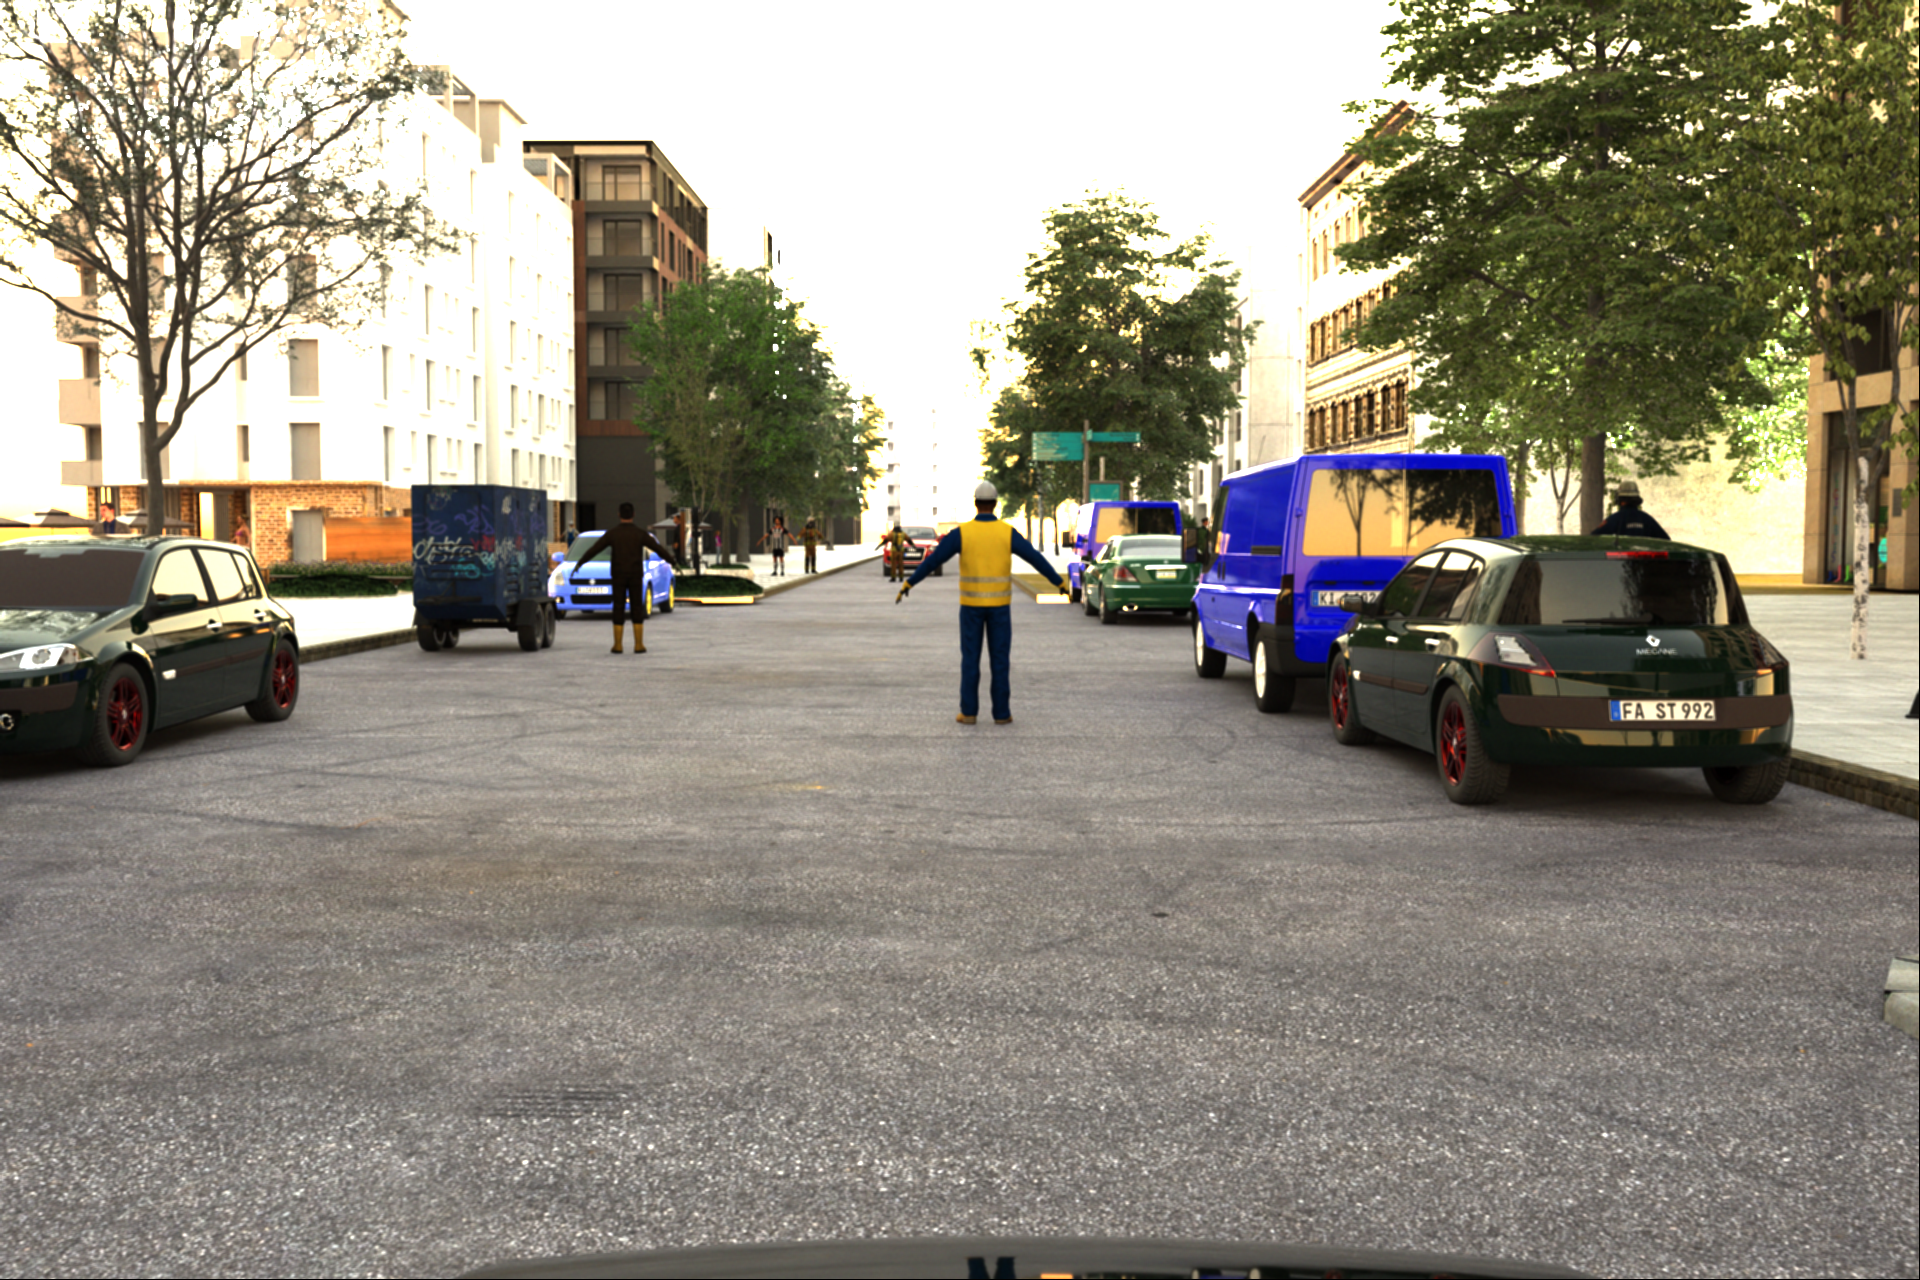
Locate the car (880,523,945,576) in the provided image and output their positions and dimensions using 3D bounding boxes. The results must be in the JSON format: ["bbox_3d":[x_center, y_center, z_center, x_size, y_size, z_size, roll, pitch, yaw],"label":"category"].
[{"bbox_3d":[-1.619,-3.167,60.456,2.281,1.827,5.304,0,4,-1],"label":"car"}]

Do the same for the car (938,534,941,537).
[{"bbox_3d":[-1.809,-7.669,137.183,2.131,1.459,4.920,0,4,-1],"label":"car"}]

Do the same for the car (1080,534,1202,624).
[{"bbox_3d":[3.128,-1.052,28.992,2.131,1.459,4.920,0,4,-1],"label":"car"}]

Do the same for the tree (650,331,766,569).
[{"bbox_3d":[-9.563,-6.900,63.174,4.360,8.622,3.978,0,3,0],"label":"tree"}]

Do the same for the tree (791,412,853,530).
[{"bbox_3d":[-9.232,-9.354,103.293,4.360,8.622,3.978,0,3,0],"label":"tree"}]

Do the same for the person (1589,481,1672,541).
[{"bbox_3d":[7.081,-0.769,18.443,1.351,1.845,0.704,0,4,-7],"label":"person"}]

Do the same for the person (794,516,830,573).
[{"bbox_3d":[-4.865,-3.100,56.448,1.354,1.858,0.705,-3,4,-36],"label":"person"}]

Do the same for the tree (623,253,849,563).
[{"bbox_3d":[-9.903,-10.469,77.823,9.857,13.997,8.962,0,3,0],"label":"tree"}]

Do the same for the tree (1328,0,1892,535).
[{"bbox_3d":[9.181,-6.540,25.063,7.486,12.596,7.792,0,3,0],"label":"tree"}]

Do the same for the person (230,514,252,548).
[{"bbox_3d":[-16.547,-2.016,39.770,0.721,1.733,1.217,-3,5,-44],"label":"person"}]

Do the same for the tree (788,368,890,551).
[{"bbox_3d":[-10.057,-13.785,132.041,9.857,13.997,8.962,0,3,0],"label":"tree"}]

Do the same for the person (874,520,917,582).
[{"bbox_3d":[-1.898,-2.677,51.997,1.354,1.858,0.705,-1,4,-21],"label":"person"}]

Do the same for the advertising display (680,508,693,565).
[{"bbox_3d":[-6.806,-2.317,43.104,0.123,1.923,0.974,0,4,1],"label":"advertising display"}]

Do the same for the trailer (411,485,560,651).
[{"bbox_3d":[-5.865,-0.840,20.783,1.471,1.999,3.904,0,4,0],"label":"trailer"}]

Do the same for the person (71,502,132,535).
[{"bbox_3d":[-12.696,-1.170,25.699,0.617,1.759,0.750,1,4,9],"label":"person"}]

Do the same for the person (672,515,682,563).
[{"bbox_3d":[-7.686,-2.501,47.120,0.704,1.802,1.346,-1,4,-12],"label":"person"}]

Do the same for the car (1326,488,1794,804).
[{"bbox_3d":[3.441,-0.048,10.576,2.009,1.686,4.222,0,4,-1],"label":"car"}]

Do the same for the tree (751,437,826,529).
[{"bbox_3d":[-9.067,-8.314,86.304,4.737,8.622,4.395,0,3,0],"label":"tree"}]

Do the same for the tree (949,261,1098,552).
[{"bbox_3d":[5.460,-16.091,118.973,12.611,20.169,13.585,0,3,0],"label":"tree"}]

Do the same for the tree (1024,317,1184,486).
[{"bbox_3d":[6.228,-8.504,73.454,8.767,10.594,7.601,2,4,31],"label":"tree"}]

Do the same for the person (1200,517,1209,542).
[{"bbox_3d":[8.162,-3.155,57.513,0.705,1.837,1.347,1,4,17],"label":"person"}]

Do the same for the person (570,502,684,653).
[{"bbox_3d":[-4.009,-0.751,20.874,1.346,1.812,0.704,-1,4,-10],"label":"person"}]

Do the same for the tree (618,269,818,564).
[{"bbox_3d":[-9.513,-8.777,69.265,9.928,11.665,9.643,0,3,0],"label":"tree"}]

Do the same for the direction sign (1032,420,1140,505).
[{"bbox_3d":[2.964,-3.133,39.986,2.525,3.948,1.411,0,4,-1],"label":"direction sign"}]

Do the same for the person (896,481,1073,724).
[{"bbox_3d":[0.190,-0.287,13.126,1.349,1.833,0.705,0,4,-2],"label":"person"}]

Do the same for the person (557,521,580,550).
[{"bbox_3d":[-16.807,-4.230,75.012,1.347,1.847,0.705,0,4,6],"label":"person"}]

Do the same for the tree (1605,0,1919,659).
[{"bbox_3d":[9.022,-4.104,17.462,4.737,8.622,4.395,0,3,0],"label":"tree"}]

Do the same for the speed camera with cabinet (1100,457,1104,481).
[{"bbox_3d":[3.860,-3.025,43.800,0.660,3.252,2.038,0,4,-2],"label":"speed camera with cabinet"}]

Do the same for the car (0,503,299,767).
[{"bbox_3d":[-6.008,-0.129,11.891,2.009,1.686,4.222,0,4,0],"label":"car"}]

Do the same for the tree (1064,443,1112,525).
[{"bbox_3d":[5.915,-8.176,84.045,4.360,8.622,3.978,0,3,0],"label":"tree"}]

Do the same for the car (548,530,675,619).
[{"bbox_3d":[-6.077,-1.268,30.318,1.945,1.707,3.694,0,4,0],"label":"car"}]

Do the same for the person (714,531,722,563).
[{"bbox_3d":[-10.155,-3.909,73.175,0.599,1.433,0.991,0,4,-1],"label":"person"}]

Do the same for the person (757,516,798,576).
[{"bbox_3d":[-5.591,-2.879,53.212,1.345,1.843,0.704,1,4,16],"label":"person"}]

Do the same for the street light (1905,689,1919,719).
[{"bbox_3d":[7.314,-2.409,11.925,1.470,5.913,1.316,0,4,0],"label":"street light"}]
